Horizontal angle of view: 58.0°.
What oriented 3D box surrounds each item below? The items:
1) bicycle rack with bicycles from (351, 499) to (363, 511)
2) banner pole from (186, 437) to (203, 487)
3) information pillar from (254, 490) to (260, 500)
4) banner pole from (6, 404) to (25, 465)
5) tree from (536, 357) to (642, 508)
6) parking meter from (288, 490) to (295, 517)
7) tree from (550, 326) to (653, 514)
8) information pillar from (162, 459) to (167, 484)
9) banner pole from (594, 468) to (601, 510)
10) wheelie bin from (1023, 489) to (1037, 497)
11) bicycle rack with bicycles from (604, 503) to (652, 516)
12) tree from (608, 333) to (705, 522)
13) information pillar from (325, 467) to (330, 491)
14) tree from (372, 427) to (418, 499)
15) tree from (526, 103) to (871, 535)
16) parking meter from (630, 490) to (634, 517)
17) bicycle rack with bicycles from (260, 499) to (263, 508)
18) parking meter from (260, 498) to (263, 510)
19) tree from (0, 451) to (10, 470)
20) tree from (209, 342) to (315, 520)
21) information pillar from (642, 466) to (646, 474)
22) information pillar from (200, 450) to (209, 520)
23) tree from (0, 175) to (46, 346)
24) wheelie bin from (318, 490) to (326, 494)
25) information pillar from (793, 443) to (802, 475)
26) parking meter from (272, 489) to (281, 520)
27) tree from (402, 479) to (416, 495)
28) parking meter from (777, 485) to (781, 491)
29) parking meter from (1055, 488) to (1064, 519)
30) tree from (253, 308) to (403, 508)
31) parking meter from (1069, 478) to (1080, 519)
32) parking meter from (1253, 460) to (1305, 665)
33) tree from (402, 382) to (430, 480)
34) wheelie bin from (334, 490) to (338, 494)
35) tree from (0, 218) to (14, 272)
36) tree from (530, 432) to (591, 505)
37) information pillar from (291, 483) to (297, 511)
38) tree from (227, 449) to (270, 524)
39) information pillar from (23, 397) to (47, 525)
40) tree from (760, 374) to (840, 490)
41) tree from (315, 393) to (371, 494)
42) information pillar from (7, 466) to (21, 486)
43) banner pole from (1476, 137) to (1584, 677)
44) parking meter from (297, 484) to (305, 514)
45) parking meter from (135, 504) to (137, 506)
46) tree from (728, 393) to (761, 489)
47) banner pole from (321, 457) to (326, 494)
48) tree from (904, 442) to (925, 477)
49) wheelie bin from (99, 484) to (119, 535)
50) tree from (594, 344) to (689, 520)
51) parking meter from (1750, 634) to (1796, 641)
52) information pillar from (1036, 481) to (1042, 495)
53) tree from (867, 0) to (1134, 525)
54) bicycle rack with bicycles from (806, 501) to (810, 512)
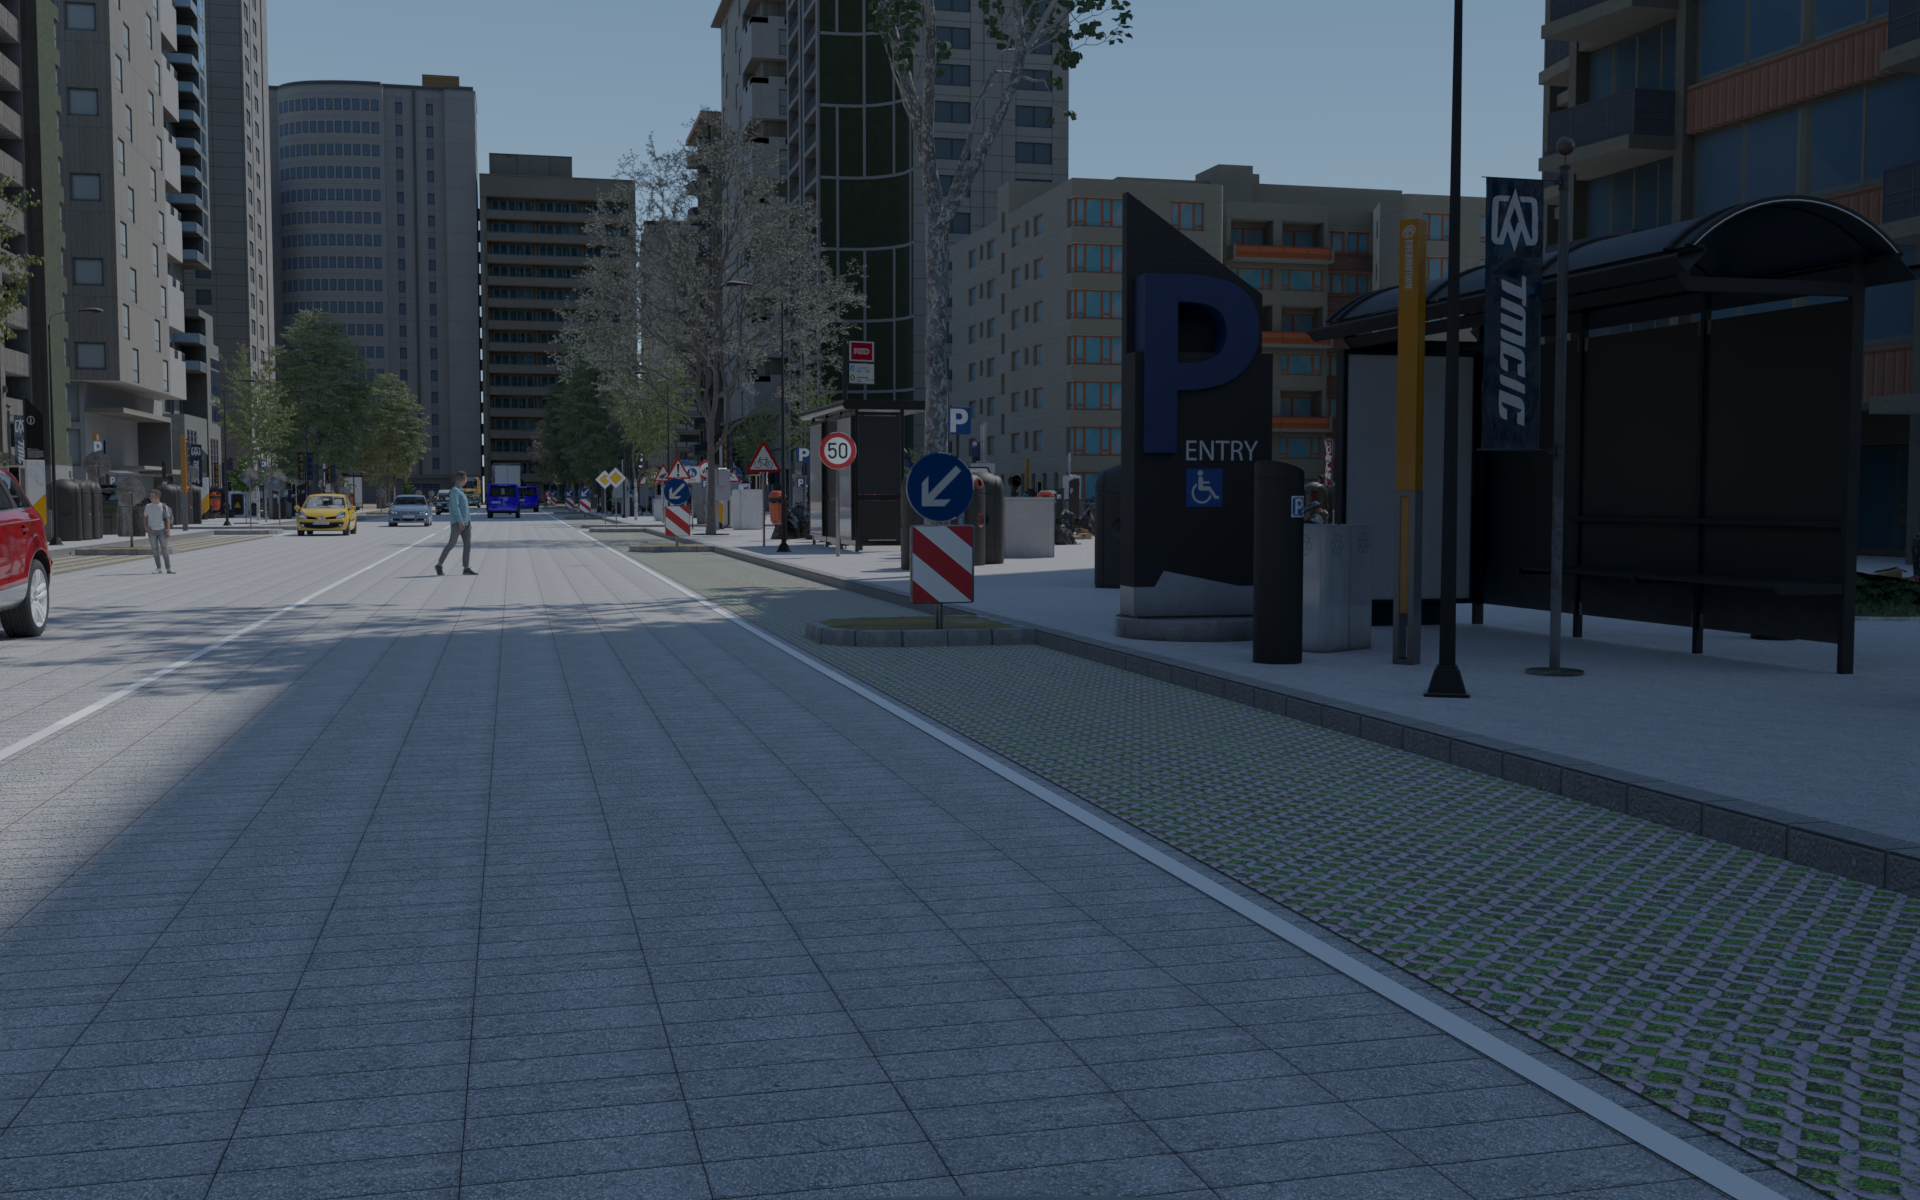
[{"bbox_3d":[-46.920,-7.240,131.760,2.852,0.926,2.925,1,4,10],"label":"bicycle rack with bicycles"},{"bbox_3d":[-33.937,-5.296,76.614,0.863,3.779,0.401,-2,4,-33],"label":"banner pole"},{"bbox_3d":[-54.540,-7.941,134.332,0.304,2.012,0.304,0,4,3],"label":"information pillar"},{"bbox_3d":[-26.265,-3.562,48.259,0.401,3.779,0.863,1,4,19],"label":"banner pole"},{"bbox_3d":[-32.733,-15.185,154.935,9.857,13.997,8.962,0,3,0],"label":"tree"},{"bbox_3d":[-37.749,-5.468,97.819,0.372,1.533,0.369,0,3,0],"label":"parking meter"},{"bbox_3d":[-23.206,-11.968,113.807,7.486,12.596,7.792,0,3,0],"label":"tree"},{"bbox_3d":[-53.349,-7.633,116.160,0.504,3.616,0.183,3,5,44],"label":"information pillar"},{"bbox_3d":[-29.609,-9.309,142.211,0.863,3.779,0.401,0,4,-6],"label":"banner pole"},{"bbox_3d":[4.002,-5.568,98.947,0.693,1.594,0.980,3,5,43],"label":"wheelie bin"},{"bbox_3d":[-19.776,-5.533,103.844,2.925,0.926,2.852,0,4,-6],"label":"bicycle rack with bicycles"},{"bbox_3d":[-13.769,-7.844,78.618,4.737,8.622,4.395,0,3,0],"label":"tree"},{"bbox_3d":[-51.397,-9.129,140.617,0.504,3.616,0.183,1,4,14],"label":"information pillar"},{"bbox_3d":[-57.163,-13.604,172.788,4.737,8.622,4.395,0,3,0],"label":"tree"},{"bbox_3d":[-7.716,-8.785,54.004,12.009,13.543,11.850,0,3,0],"label":"tree"},{"bbox_3d":[-18.510,-5.482,98.040,0.372,1.533,0.369,0,3,0],"label":"parking meter"},{"bbox_3d":[-47.863,-6.626,121.713,2.852,0.926,2.925,0,4,-3],"label":"bicycle rack with bicycles"},{"bbox_3d":[-55.618,-8.082,137.846,0.399,1.863,0.255,1,4,10],"label":"parking meter"},{"bbox_3d":[-45.483,-5.387,82.671,1.663,3.219,1.824,0,3,0],"label":"tree"},{"bbox_3d":[-34.113,-8.171,83.956,4.737,8.622,4.395,0,3,0],"label":"tree"},{"bbox_3d":[-26.331,-9.347,144.183,0.183,3.616,0.504,2,4,27],"label":"information pillar"},{"bbox_3d":[-37.614,-5.799,86.168,0.504,3.616,0.183,1,4,18],"label":"information pillar"},{"bbox_3d":[-20.976,-5.210,35.541,4.737,8.622,4.395,0,3,0],"label":"tree"},{"bbox_3d":[-49.986,-7.810,135.598,0.980,1.594,0.693,0,4,3],"label":"wheelie bin"},{"bbox_3d":[-7.419,-5.376,79.247,0.183,3.616,0.504,3,4,36],"label":"information pillar"},{"bbox_3d":[-34.056,-4.763,86.288,0.372,1.533,0.369,0,3,0],"label":"parking meter"},{"bbox_3d":[-62.968,-12.370,196.848,1.663,3.219,1.824,0,3,0],"label":"tree"},{"bbox_3d":[-11.841,-6.617,113.903,0.399,1.863,0.255,2,4,32],"label":"parking meter"},{"bbox_3d":[3.893,-3.626,67.703,0.372,1.533,0.369,0,3,0],"label":"parking meter"},{"bbox_3d":[-39.049,-11.485,105.909,7.486,12.596,7.792,0,3,0],"label":"tree"},{"bbox_3d":[4.254,-3.601,64.591,0.255,1.863,0.399,-2,4,-33],"label":"parking meter"},{"bbox_3d":[2.421,-0.291,13.162,0.372,1.533,0.369,0,3,0],"label":"parking meter"},{"bbox_3d":[-53.168,-14.915,161.988,7.486,12.596,7.792,0,3,0],"label":"tree"},{"bbox_3d":[-43.772,-6.992,122.233,0.693,1.594,0.980,2,4,34],"label":"wheelie bin"},{"bbox_3d":[-18.965,-5.625,26.374,8.767,10.594,7.601,-1,4,-18],"label":"tree"},{"bbox_3d":[-46.262,-17.679,206.054,9.611,12.733,9.660,0,3,0],"label":"tree"},{"bbox_3d":[-46.032,-7.049,119.747,0.304,2.012,0.304,-1,4,-16],"label":"information pillar"},{"bbox_3d":[-30.950,-4.906,74.814,1.663,3.219,1.824,0,3,0],"label":"tree"},{"bbox_3d":[-22.382,-3.090,41.881,0.183,3.616,0.504,2,4,26],"label":"information pillar"},{"bbox_3d":[-8.542,-9.312,102.607,4.737,8.622,4.395,0,3,0],"label":"tree"},{"bbox_3d":[-43.642,-10.394,120.303,4.737,8.622,4.395,0,3,0],"label":"tree"},{"bbox_3d":[-24.688,-2.492,45.243,0.304,2.012,0.304,-2,4,-29],"label":"information pillar"},{"bbox_3d":[4.019,-1.356,12.180,0.863,3.779,0.401,-1,4,-16],"label":"banner pole"},{"bbox_3d":[-36.511,-5.528,96.087,0.255,1.863,0.399,3,4,38],"label":"parking meter"},{"bbox_3d":[-29.368,-3.238,61.344,0.372,1.533,0.369,0,3,0],"label":"parking meter"},{"bbox_3d":[-14.163,-10.455,121.304,4.737,8.622,4.395,0,3,0],"label":"tree"},{"bbox_3d":[-43.031,-7.775,117.133,0.401,3.779,0.863,0,4,0],"label":"banner pole"},{"bbox_3d":[-1.208,-4.186,63.040,1.663,3.219,1.824,0,3,0],"label":"tree"},{"bbox_3d":[-26.841,-2.851,54.529,0.980,1.594,0.693,-2,4,-34],"label":"wheelie bin"},{"bbox_3d":[-15.572,-8.188,84.237,4.360,8.622,3.978,0,3,0],"label":"tree"},{"bbox_3d":[7.201,-0.421,15.288,0.372,1.533,0.369,0,3,0],"label":"parking meter"},{"bbox_3d":[4.565,-5.832,99.849,0.304,2.012,0.304,0,4,-8],"label":"information pillar"},{"bbox_3d":[0.920,-10.406,26.019,12.611,20.169,13.585,0,3,0],"label":"tree"},{"bbox_3d":[-7.246,-5.012,95.329,2.852,0.926,2.925,-3,5,-43],"label":"bicycle rack with bicycles"}]
